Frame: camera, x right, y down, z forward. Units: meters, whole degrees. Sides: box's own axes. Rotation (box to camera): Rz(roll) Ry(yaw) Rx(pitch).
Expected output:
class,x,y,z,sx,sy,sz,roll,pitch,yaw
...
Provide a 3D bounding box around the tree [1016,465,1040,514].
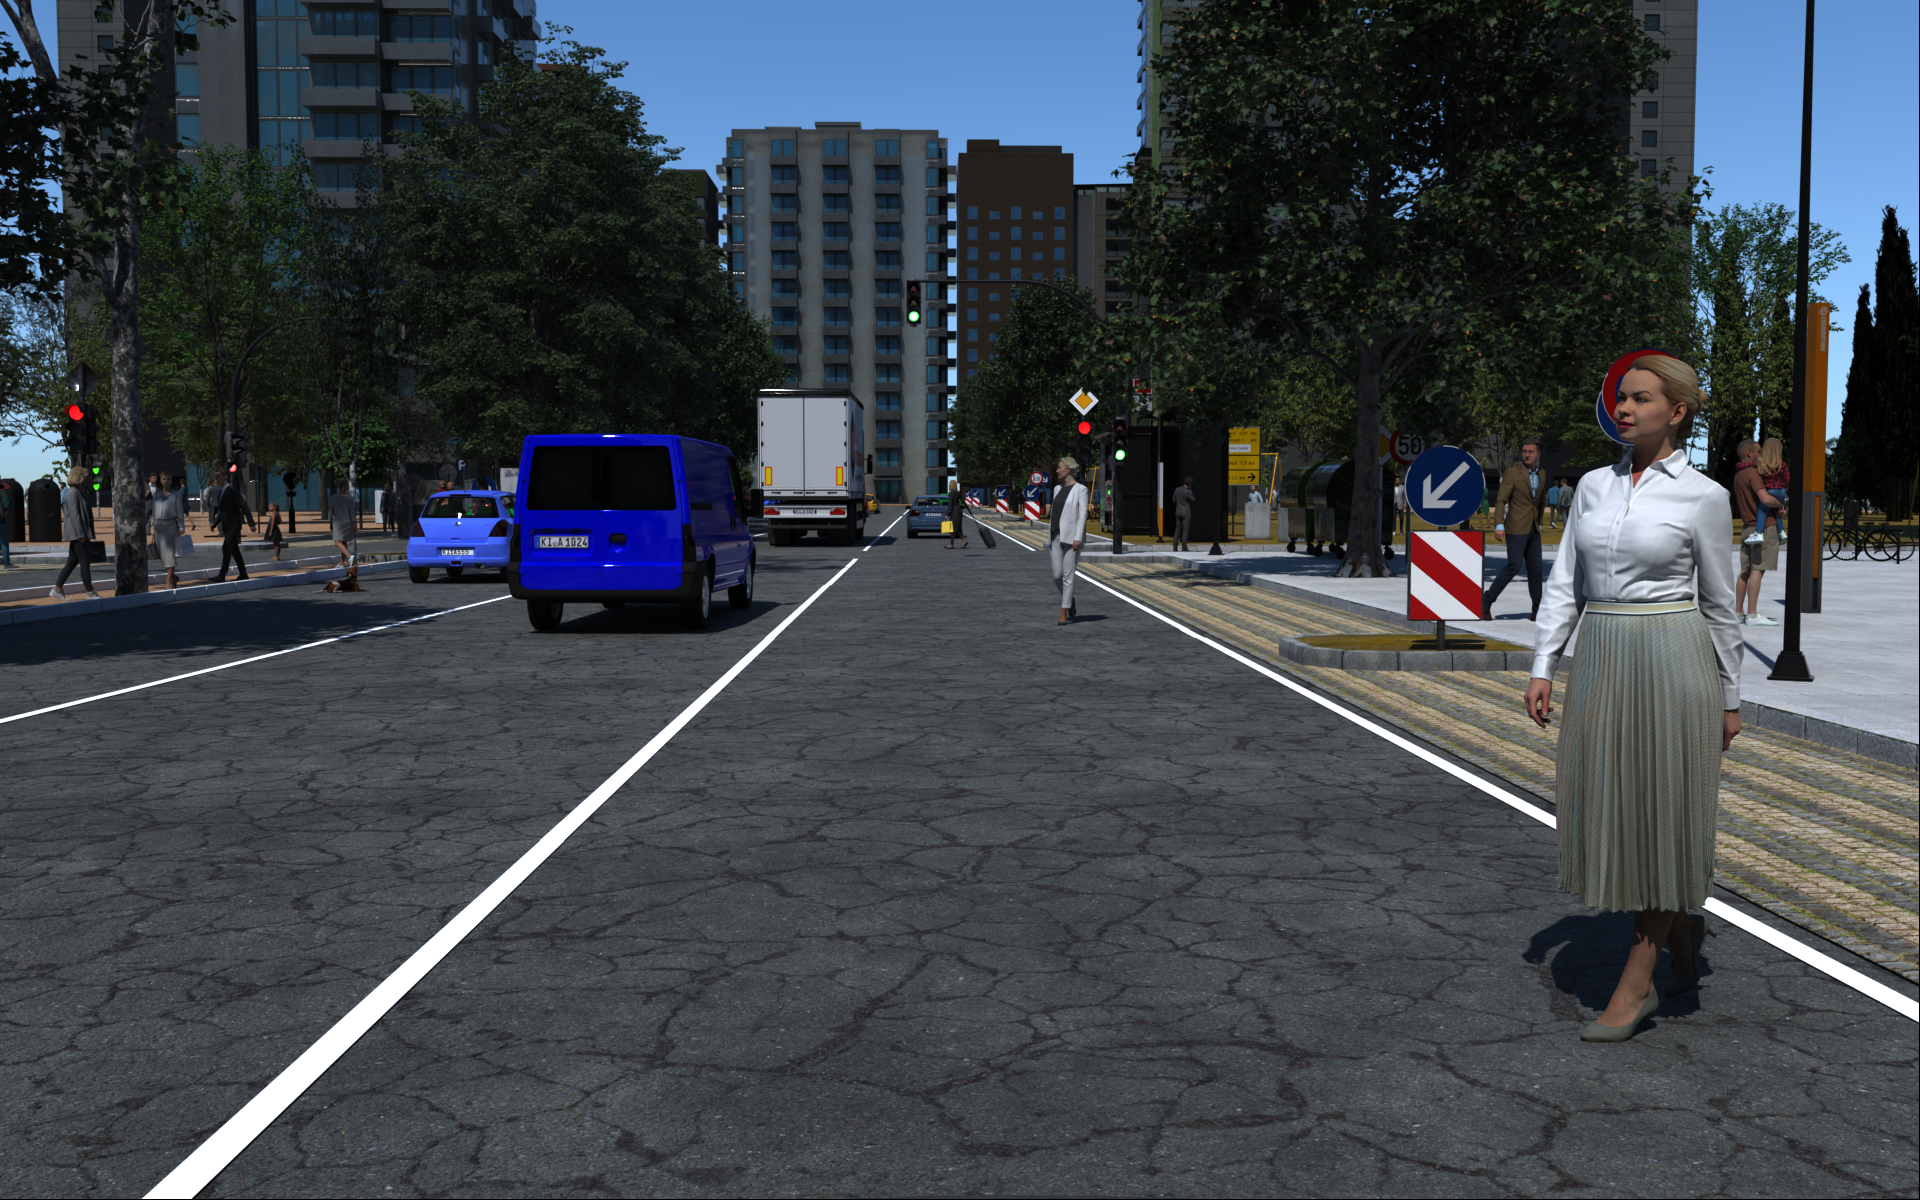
class,x,y,z,sx,sy,sz,roll,pitch,yaw
tree,4.353,-7.136,111.271,1.663,3.219,1.824,0,3,0

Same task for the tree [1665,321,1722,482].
class,x,y,z,sx,sy,sz,roll,pitch,yaw
tree,28.761,-7.285,69.465,4.360,8.622,3.978,0,3,0

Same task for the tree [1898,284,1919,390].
class,x,y,z,sx,sy,sz,roll,pitch,yaw
tree,30.598,-6.219,52.049,4.737,8.622,4.395,0,3,0

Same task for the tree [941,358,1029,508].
class,x,y,z,sx,sy,sz,roll,pitch,yaw
tree,3.132,-15.614,161.938,9.857,13.997,8.962,0,3,0

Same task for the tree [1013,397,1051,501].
class,x,y,z,sx,sy,sz,roll,pitch,yaw
tree,4.256,-9.339,103.057,4.360,8.622,3.978,0,3,0

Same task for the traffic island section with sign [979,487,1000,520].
class,x,y,z,sx,sy,sz,roll,pitch,yaw
traffic island section with sign,2.201,-5.390,96.750,1.989,1.847,2.006,0,4,-1

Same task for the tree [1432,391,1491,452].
class,x,y,z,sx,sy,sz,roll,pitch,yaw
tree,28.395,-9.082,98.847,4.360,8.622,3.978,0,3,0

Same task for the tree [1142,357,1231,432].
class,x,y,z,sx,sy,sz,roll,pitch,yaw
tree,15.880,-12.142,116.654,7.486,12.596,7.792,0,3,0

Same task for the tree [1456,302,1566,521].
class,x,y,z,sx,sy,sz,roll,pitch,yaw
tree,22.055,-7.301,69.727,4.737,8.622,4.395,0,3,0

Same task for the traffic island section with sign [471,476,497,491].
class,x,y,z,sx,sy,sz,roll,pitch,yaw
traffic island section with sign,-12.014,-2.215,44.346,2.006,1.907,1.989,0,4,-1

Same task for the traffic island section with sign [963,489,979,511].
class,x,y,z,sx,sy,sz,roll,pitch,yaw
traffic island section with sign,1.216,-8.446,146.719,1.989,1.847,2.006,0,4,-1

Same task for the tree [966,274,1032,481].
class,x,y,z,sx,sy,sz,roll,pitch,yaw
tree,4.738,-10.467,88.141,9.611,12.733,9.660,0,3,0

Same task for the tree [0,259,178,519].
class,x,y,z,sx,sy,sz,roll,pitch,yaw
tree,-45.277,-10.875,88.183,12.009,13.543,11.850,0,3,0

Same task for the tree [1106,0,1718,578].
class,x,y,z,sx,sy,sz,roll,pitch,yaw
tree,6.394,-6.697,26.503,9.611,12.733,9.660,0,3,0

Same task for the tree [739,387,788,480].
class,x,y,z,sx,sy,sz,roll,pitch,yaw
tree,-13.204,-10.266,104.720,8.767,10.594,7.601,0,4,-1

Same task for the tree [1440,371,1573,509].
class,x,y,z,sx,sy,sz,roll,pitch,yaw
tree,27.598,-9.400,88.100,7.601,10.594,8.767,1,4,20

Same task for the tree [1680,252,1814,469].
class,x,y,z,sx,sy,sz,roll,pitch,yaw
tree,23.795,-6.215,51.983,4.737,8.622,4.395,0,3,0

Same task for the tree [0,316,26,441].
class,x,y,z,sx,sy,sz,roll,pitch,yaw
tree,-45.263,-9.650,75.906,7.486,12.596,7.792,0,3,0

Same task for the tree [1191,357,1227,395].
class,x,y,z,sx,sy,sz,roll,pitch,yaw
tree,11.021,-7.408,71.478,4.737,8.622,4.395,0,3,0

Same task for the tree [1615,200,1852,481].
class,x,y,z,sx,sy,sz,roll,pitch,yaw
tree,26.736,-8.275,61.047,9.928,11.665,9.643,0,3,0

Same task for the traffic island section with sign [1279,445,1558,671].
class,x,y,z,sx,sy,sz,roll,pitch,yaw
traffic island section with sign,3.820,-0.381,14.855,1.989,1.847,2.006,0,4,-1

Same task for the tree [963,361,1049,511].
class,x,y,z,sx,sy,sz,roll,pitch,yaw
tree,3.802,-12.718,133.699,9.928,11.665,9.643,0,3,0

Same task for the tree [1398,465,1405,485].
class,x,y,z,sx,sy,sz,roll,pitch,yaw
tree,26.575,-9.476,105.288,4.737,8.622,4.395,0,3,0

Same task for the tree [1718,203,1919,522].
class,x,y,z,sx,sy,sz,roll,pitch,yaw
tree,43.708,-11.270,86.088,18.604,14.587,13.155,3,5,45

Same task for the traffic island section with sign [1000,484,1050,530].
class,x,y,z,sx,sy,sz,roll,pitch,yaw
traffic island section with sign,2.745,-3.741,69.800,1.989,1.847,2.006,0,4,-1

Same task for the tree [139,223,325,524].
class,x,y,z,sx,sy,sz,roll,pitch,yaw
tree,-31.006,-9.480,73.121,7.486,12.596,7.792,0,3,0

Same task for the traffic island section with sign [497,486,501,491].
class,x,y,z,sx,sy,sz,roll,pitch,yaw
traffic island section with sign,-18.783,-3.712,69.321,1.989,1.847,2.006,0,4,-1

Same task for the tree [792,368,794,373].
class,x,y,z,sx,sy,sz,roll,pitch,yaw
tree,-12.553,-10.184,85.965,9.611,12.733,9.660,0,3,0

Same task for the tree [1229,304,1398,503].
class,x,y,z,sx,sy,sz,roll,pitch,yaw
tree,12.467,-6.814,61.769,4.737,8.622,4.395,0,3,0

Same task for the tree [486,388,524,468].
class,x,y,z,sx,sy,sz,roll,pitch,yaw
tree,-30.543,-10.092,115.362,4.737,8.622,4.395,0,3,0

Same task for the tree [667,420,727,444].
class,x,y,z,sx,sy,sz,roll,pitch,yaw
tree,-12.396,-7.707,78.831,4.737,8.622,4.395,0,3,0

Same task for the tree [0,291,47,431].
class,x,y,z,sx,sy,sz,roll,pitch,yaw
tree,-29.825,-6.232,52.254,4.360,8.622,3.978,0,3,0

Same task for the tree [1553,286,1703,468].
class,x,y,z,sx,sy,sz,roll,pitch,yaw
tree,29.766,-9.768,77.830,7.486,12.596,7.792,0,3,0

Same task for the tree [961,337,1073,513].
class,x,y,z,sx,sy,sz,roll,pitch,yaw
tree,4.852,-12.815,119.891,12.009,13.543,11.850,0,3,0

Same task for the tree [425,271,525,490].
class,x,y,z,sx,sy,sz,roll,pitch,yaw
tree,-21.891,-9.519,81.393,9.928,11.665,9.643,0,3,0

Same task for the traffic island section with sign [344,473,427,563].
class,x,y,z,sx,sy,sz,roll,pitch,yaw
traffic island section with sign,-11.878,-1.762,36.940,2.006,1.907,1.989,0,4,-1

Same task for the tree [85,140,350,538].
class,x,y,z,sx,sy,sz,roll,pitch,yaw
tree,-21.719,-7.664,51.057,9.928,11.665,9.643,0,3,0

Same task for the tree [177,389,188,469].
class,x,y,z,sx,sy,sz,roll,pitch,yaw
tree,-38.441,-7.827,78.332,4.737,8.622,4.395,0,3,0

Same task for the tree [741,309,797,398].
class,x,y,z,sx,sy,sz,roll,pitch,yaw
tree,-12.851,-10.253,95.845,9.928,11.665,9.643,0,3,0

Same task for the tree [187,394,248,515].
class,x,y,z,sx,sy,sz,roll,pitch,yaw
tree,-47.194,-9.609,107.470,4.737,8.622,4.395,0,3,0

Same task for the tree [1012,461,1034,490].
class,x,y,z,sx,sy,sz,roll,pitch,yaw
tree,4.669,-11.778,142.929,4.737,8.622,4.395,0,3,0

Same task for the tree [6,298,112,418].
class,x,y,z,sx,sy,sz,roll,pitch,yaw
tree,-32.785,-6.978,64.445,4.737,8.622,4.395,0,3,0

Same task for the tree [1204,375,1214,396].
class,x,y,z,sx,sy,sz,roll,pitch,yaw
tree,16.928,-10.409,104.597,7.601,10.594,8.767,1,4,13

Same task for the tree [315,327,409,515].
class,x,y,z,sx,sy,sz,roll,pitch,yaw
tree,-39.436,-11.709,108.454,9.611,12.733,9.660,0,3,0

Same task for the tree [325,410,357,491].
class,x,y,z,sx,sy,sz,roll,pitch,yaw
tree,-41.657,-10.162,116.505,4.737,8.622,4.395,0,3,0

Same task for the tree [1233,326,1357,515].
class,x,y,z,sx,sy,sz,roll,pitch,yaw
tree,18.769,-9.695,92.918,7.601,10.594,8.767,0,4,-1

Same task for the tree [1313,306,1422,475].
class,x,y,z,sx,sy,sz,roll,pitch,yaw
tree,27.147,-12.655,113.559,9.857,13.997,8.962,0,3,0

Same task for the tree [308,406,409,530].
class,x,y,z,sx,sy,sz,roll,pitch,yaw
tree,-21.553,-4.813,62.413,4.285,4.588,4.351,0,3,0

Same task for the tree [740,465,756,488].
class,x,y,z,sx,sy,sz,roll,pitch,yaw
tree,-24.152,-12.635,190.290,4.285,4.588,4.351,0,3,0
